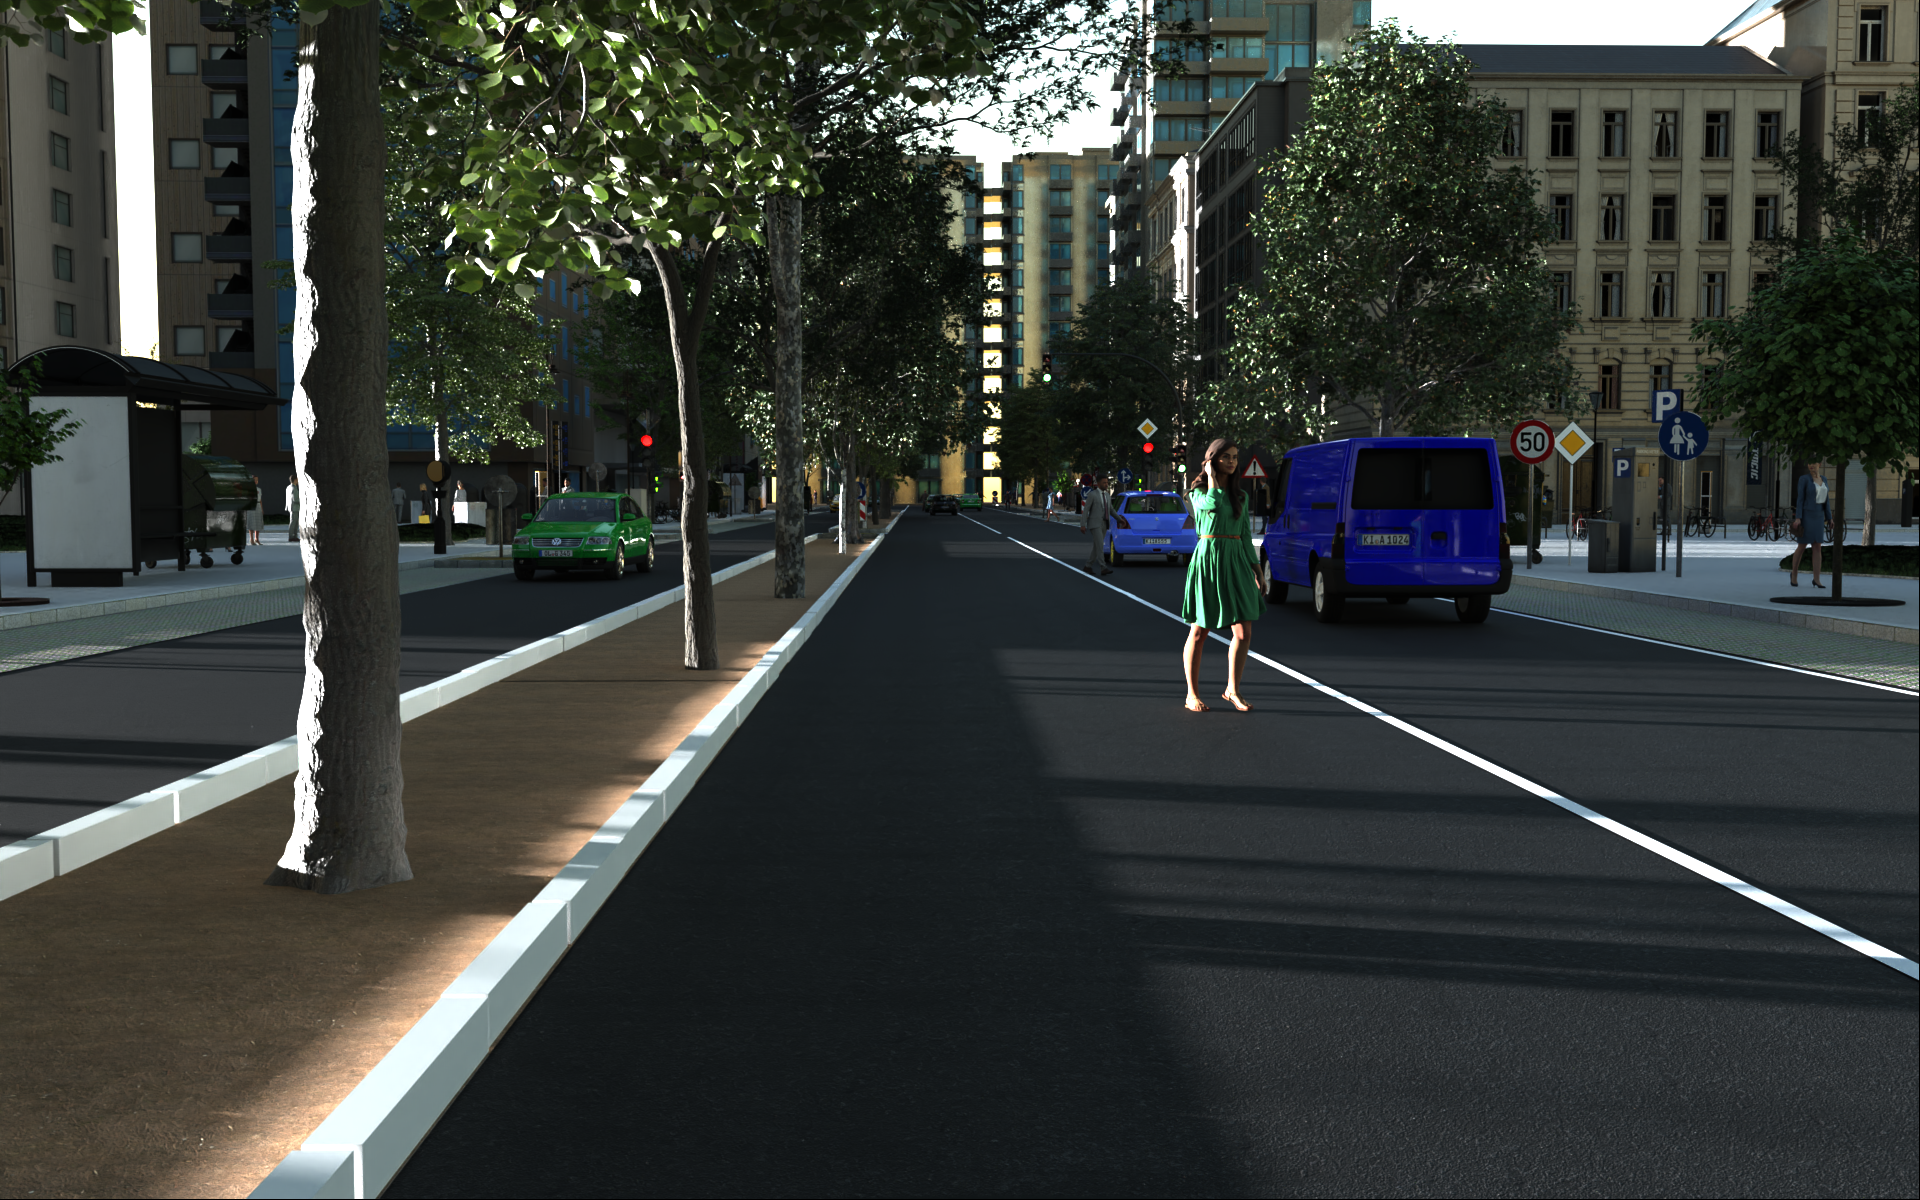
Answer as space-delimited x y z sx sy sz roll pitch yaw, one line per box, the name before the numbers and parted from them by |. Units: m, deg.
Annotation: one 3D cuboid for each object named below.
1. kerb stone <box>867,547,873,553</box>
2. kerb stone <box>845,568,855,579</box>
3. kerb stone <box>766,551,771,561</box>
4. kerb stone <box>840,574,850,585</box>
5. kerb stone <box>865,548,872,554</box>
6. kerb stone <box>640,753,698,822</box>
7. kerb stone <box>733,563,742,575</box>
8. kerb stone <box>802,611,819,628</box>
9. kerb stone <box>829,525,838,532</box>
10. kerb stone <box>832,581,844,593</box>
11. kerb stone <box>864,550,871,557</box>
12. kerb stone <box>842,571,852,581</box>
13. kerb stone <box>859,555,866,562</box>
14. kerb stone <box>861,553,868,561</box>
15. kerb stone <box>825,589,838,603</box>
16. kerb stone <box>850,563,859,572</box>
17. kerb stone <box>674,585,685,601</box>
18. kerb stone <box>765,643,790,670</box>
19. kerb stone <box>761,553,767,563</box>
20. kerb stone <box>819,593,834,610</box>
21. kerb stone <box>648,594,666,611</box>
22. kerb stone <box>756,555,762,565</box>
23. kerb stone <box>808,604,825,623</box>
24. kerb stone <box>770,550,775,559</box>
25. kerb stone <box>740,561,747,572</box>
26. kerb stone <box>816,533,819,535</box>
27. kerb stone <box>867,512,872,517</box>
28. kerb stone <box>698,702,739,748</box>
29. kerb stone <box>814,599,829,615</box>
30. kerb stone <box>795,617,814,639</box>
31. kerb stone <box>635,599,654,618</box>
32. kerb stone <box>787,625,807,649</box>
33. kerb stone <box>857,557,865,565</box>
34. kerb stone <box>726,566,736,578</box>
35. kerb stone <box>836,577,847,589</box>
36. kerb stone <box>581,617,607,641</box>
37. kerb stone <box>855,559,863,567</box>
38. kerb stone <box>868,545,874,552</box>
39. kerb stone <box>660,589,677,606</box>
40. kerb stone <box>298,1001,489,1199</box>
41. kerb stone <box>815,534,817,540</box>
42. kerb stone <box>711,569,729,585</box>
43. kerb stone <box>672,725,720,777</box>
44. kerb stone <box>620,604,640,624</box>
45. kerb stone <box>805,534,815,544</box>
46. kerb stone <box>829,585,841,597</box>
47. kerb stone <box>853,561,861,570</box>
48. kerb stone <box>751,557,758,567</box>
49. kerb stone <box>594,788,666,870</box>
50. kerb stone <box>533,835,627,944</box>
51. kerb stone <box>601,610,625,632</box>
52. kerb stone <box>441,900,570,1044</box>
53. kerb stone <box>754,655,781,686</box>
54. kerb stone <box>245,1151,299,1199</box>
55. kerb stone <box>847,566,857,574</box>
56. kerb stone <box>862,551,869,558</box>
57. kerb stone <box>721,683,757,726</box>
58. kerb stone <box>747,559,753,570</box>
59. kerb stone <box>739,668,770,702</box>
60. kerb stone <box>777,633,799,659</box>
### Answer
kerb stone | -2.127 -1.076 39.783 0.120 0.150 1.000 0 4 -1
kerb stone | -1.854 -0.385 28.495 0.120 0.150 1.000 0 4 -1
kerb stone | -4.153 -0.883 36.639 0.120 0.150 1.000 0 4 -1
kerb stone | -1.803 -0.260 26.449 0.120 0.150 1.000 0 4 -1
kerb stone | -2.105 -1.013 38.761 0.120 0.150 1.000 0 4 -1
kerb stone | -1.350 0.868 8.008 0.120 0.150 1.000 0 4 -1
kerb stone | -3.998 -0.508 30.501 0.120 0.150 1.000 0 4 -1
kerb stone | -1.600 0.247 18.252 0.120 0.150 1.000 0 4 -1
kerb stone | -4.890 -2.735 66.926 0.120 0.150 1.000 0 4 -1
kerb stone | -1.751 -0.131 24.394 0.120 0.150 1.000 0 4 -1
kerb stone | -2.077 -0.950 37.734 0.120 0.150 1.000 0 4 -1
kerb stone | -1.827 -0.323 27.473 0.120 0.150 1.000 0 4 -1
kerb stone | -2.000 -0.762 34.659 0.120 0.150 1.000 0 4 -1
kerb stone | -2.027 -0.824 35.681 0.120 0.150 1.000 0 4 -1
kerb stone | -1.697 -0.008 22.346 0.120 0.150 1.000 0 4 -1
kerb stone | -1.913 -0.511 30.547 0.120 0.150 1.000 0 4 -1
kerb stone | -3.823 -0.070 23.344 0.120 0.150 1.000 0 4 -1
kerb stone | -1.508 0.492 14.159 0.120 0.150 1.000 0 4 -1
kerb stone | -4.121 -0.821 35.612 0.120 0.150 1.000 0 4 -1
kerb stone | -1.674 0.053 21.325 0.120 0.150 1.000 0 4 -1
kerb stone | -3.773 0.056 21.286 0.120 0.150 1.000 0 4 -1
kerb stone | -4.103 -0.758 34.589 0.120 0.150 1.000 0 4 -1
kerb stone | -1.621 0.178 19.281 0.120 0.150 1.000 0 4 -1
kerb stone | -4.173 -0.945 37.664 0.120 0.150 1.000 0 4 -1
kerb stone | -4.025 -0.570 31.523 0.120 0.150 1.000 0 4 -1
kerb stone | -4.577 -1.950 54.079 0.120 0.150 1.000 0 4 -1
kerb stone | -6.165 -5.933 119.202 0.120 0.150 1.000 0 4 -1
kerb stone | -1.409 0.742 10.061 0.120 0.150 1.000 0 4 -1
kerb stone | -1.651 0.119 20.303 0.120 0.150 1.000 0 4 -1
kerb stone | -1.570 0.304 17.224 0.120 0.150 1.000 0 4 -1
kerb stone | -3.745 0.118 20.264 0.120 0.150 1.000 0 4 -1
kerb stone | -1.550 0.367 16.203 0.120 0.150 1.000 0 4 -1
kerb stone | -1.978 -0.700 33.634 0.120 0.150 1.000 0 4 -1
kerb stone | -3.976 -0.442 29.478 0.120 0.150 1.000 0 4 -1
kerb stone | -1.777 -0.198 25.427 0.120 0.150 1.000 0 4 -1
kerb stone | -3.675 0.309 17.186 0.120 0.150 1.000 0 4 -1
kerb stone | -1.954 -0.635 32.599 0.120 0.150 1.000 0 4 -1
kerb stone | -2.150 -1.137 40.806 0.120 0.150 1.000 0 4 -1
kerb stone | -3.811 -0.006 22.312 0.120 0.150 1.000 0 4 -1
kerb stone | -1.251 1.118 3.917 0.120 0.150 1.000 0 4 -1
kerb stone | -4.548 -1.887 53.050 0.120 0.150 1.000 0 4 -1
kerb stone | -3.953 -0.376 28.456 0.120 0.150 1.000 0 4 -1
kerb stone | -1.382 0.807 9.039 0.120 0.150 1.000 0 4 -1
kerb stone | -3.728 0.184 19.237 0.120 0.150 1.000 0 4 -1
kerb stone | -4.523 -1.824 52.024 0.120 0.150 1.000 0 4 -1
kerb stone | -1.725 -0.067 23.371 0.120 0.150 1.000 0 4 -1
kerb stone | -1.927 -0.574 31.573 0.120 0.150 1.000 0 4 -1
kerb stone | -4.074 -0.684 33.568 0.120 0.150 1.000 0 4 -1
kerb stone | -1.330 0.930 6.987 0.120 0.150 1.000 0 4 -1
kerb stone | -1.301 0.993 5.965 0.120 0.150 1.000 0 4 -1
kerb stone | -3.698 0.244 18.207 0.120 0.150 1.000 0 4 -1
kerb stone | -1.282 1.055 4.943 0.120 0.150 1.000 0 4 -1
kerb stone | -1.473 0.555 13.128 0.120 0.150 1.000 0 4 -1
kerb stone | -1.233 1.181 2.890 0.120 0.150 1.000 0 4 -1
kerb stone | -1.879 -0.448 29.526 0.120 0.150 1.000 0 4 -1
kerb stone | -2.048 -0.887 36.702 0.120 0.150 1.000 0 4 -1
kerb stone | -1.425 0.680 11.082 0.120 0.150 1.000 0 4 -1
kerb stone | -4.055 -0.628 32.546 0.120 0.150 1.000 0 4 -1
kerb stone | -1.452 0.617 12.104 0.120 0.150 1.000 0 4 -1
kerb stone | -1.527 0.430 15.181 0.120 0.150 1.000 0 4 -1
